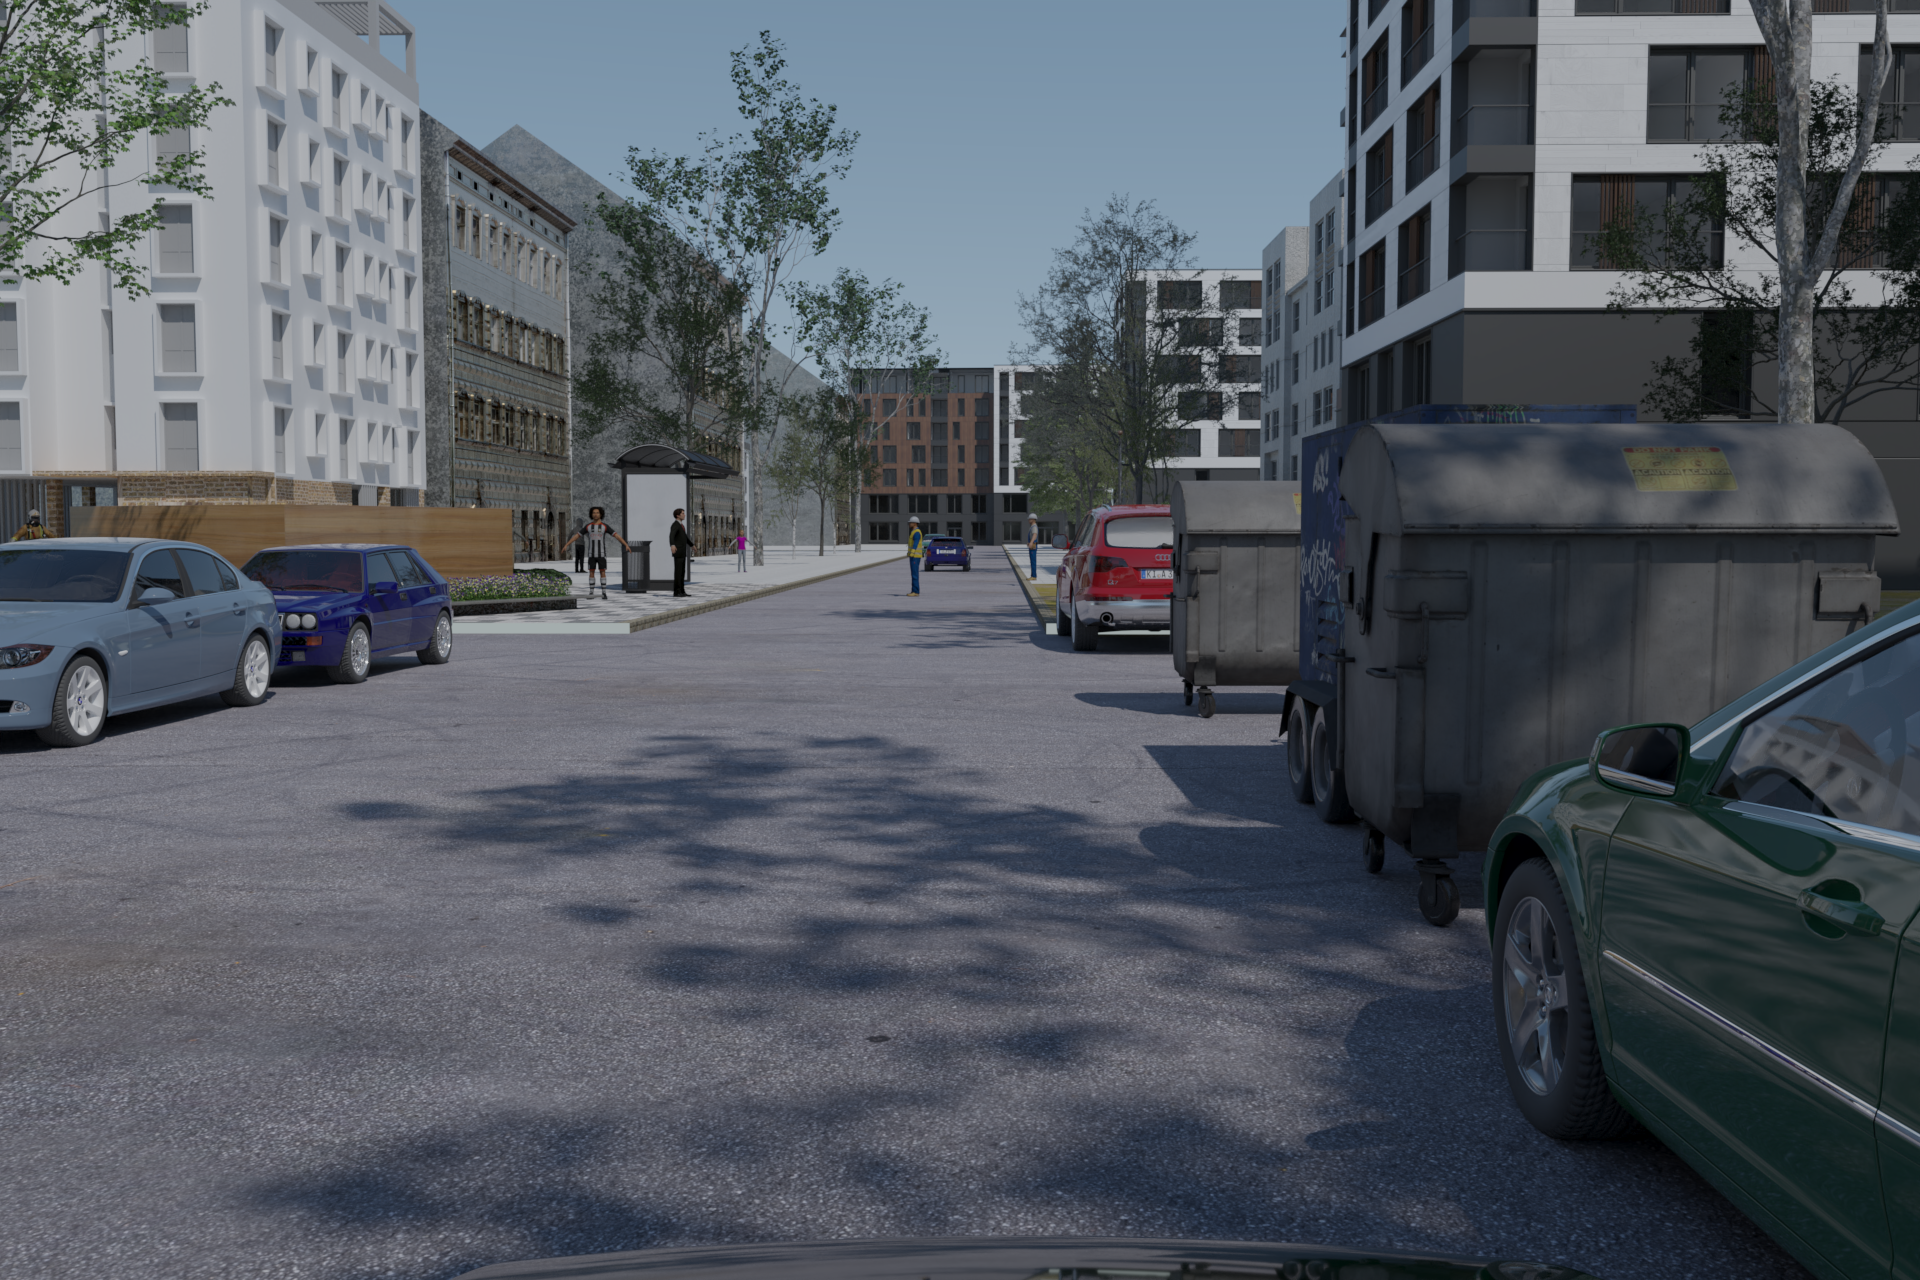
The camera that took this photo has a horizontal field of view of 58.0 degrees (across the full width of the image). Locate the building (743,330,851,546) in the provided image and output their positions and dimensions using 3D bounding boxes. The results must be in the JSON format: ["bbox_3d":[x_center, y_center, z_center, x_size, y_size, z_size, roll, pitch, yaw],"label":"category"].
[{"bbox_3d":[-22.466,-22.303,195.578,19.493,23.208,18.063,0,4,1],"label":"building"}]

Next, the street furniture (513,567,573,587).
[{"bbox_3d":[-12.423,-1.493,40.032,5.734,0.657,10.072,0,4,5],"label":"street furniture"}]

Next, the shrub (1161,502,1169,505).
[{"bbox_3d":[4.513,-2.002,36.773,1.661,2.075,1.752,0,3,0],"label":"shrub"}]

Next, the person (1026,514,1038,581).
[{"bbox_3d":[1.988,-2.572,47.906,0.705,1.847,1.347,0,3,0],"label":"person"}]

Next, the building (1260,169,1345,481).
[{"bbox_3d":[26.942,-13.821,92.435,16.747,18.905,31.486,0,4,1],"label":"building"}]

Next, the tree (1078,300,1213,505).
[{"bbox_3d":[6.420,-6.333,53.914,4.360,8.622,3.978,0,3,0],"label":"tree"}]

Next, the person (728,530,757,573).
[{"bbox_3d":[-7.259,-2.967,57.774,0.991,1.433,0.599,-2,4,-24],"label":"person"}]

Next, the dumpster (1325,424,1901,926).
[{"bbox_3d":[2.454,0.087,6.786,1.865,1.857,1.264,0,4,1],"label":"dumpster"}]

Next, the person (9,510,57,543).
[{"bbox_3d":[-21.775,-2.142,40.793,0.705,1.858,1.354,3,5,40],"label":"person"}]

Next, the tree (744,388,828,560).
[{"bbox_3d":[-8.245,-8.348,86.844,4.360,8.622,3.978,0,3,0],"label":"tree"}]

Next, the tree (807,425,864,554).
[{"bbox_3d":[-8.066,-9.844,111.310,4.360,8.622,3.978,0,3,0],"label":"tree"}]

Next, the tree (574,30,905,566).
[{"bbox_3d":[-8.618,-12.963,67.829,12.611,20.169,13.585,0,3,0],"label":"tree"}]

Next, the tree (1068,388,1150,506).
[{"bbox_3d":[6.899,-8.173,83.984,4.360,8.622,3.978,0,3,0],"label":"tree"}]

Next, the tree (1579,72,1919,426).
[{"bbox_3d":[16.636,-6.045,33.245,8.767,10.594,7.601,-1,4,-23],"label":"tree"}]

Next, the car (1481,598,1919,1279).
[{"bbox_3d":[2.280,0.555,2.732,2.131,1.459,4.920,0,3,0],"label":"car"}]

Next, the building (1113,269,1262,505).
[{"bbox_3d":[27.041,-18.704,149.788,27.936,21.610,32.646,0,4,1],"label":"building"}]

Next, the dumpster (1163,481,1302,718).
[{"bbox_3d":[2.619,-0.350,13.946,1.865,1.857,1.264,0,4,0],"label":"dumpster"}]

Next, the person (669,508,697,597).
[{"bbox_3d":[-5.678,-1.777,35.243,0.705,1.806,1.347,1,4,10],"label":"person"}]

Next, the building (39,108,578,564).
[{"bbox_3d":[-28.477,-14.946,75.299,19.493,23.208,18.063,0,4,2],"label":"building"}]

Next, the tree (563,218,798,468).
[{"bbox_3d":[-8.653,-7.205,52.215,8.767,10.594,7.601,2,4,35],"label":"tree"}]

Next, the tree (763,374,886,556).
[{"bbox_3d":[-7.715,-10.128,100.012,7.601,10.594,8.767,-2,4,-29],"label":"tree"}]

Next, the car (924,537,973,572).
[{"bbox_3d":[-0.462,-3.332,67.053,1.945,1.354,3.894,0,4,2],"label":"car"}]

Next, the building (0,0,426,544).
[{"bbox_3d":[-25.277,-11.932,51.516,16.016,20.090,11.380,0,4,2],"label":"building"}]

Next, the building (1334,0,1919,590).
[{"bbox_3d":[25.718,-12.905,54.966,27.936,21.610,32.646,0,4,1],"label":"building"}]

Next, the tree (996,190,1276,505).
[{"bbox_3d":[6.381,-9.272,61.965,12.009,13.543,11.850,0,3,0],"label":"tree"}]

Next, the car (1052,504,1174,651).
[{"bbox_3d":[2.381,-0.863,22.783,2.281,1.827,5.304,0,4,0],"label":"car"}]

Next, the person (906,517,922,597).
[{"bbox_3d":[-1.075,-1.921,39.834,0.705,1.833,1.349,0,4,-5],"label":"person"}]

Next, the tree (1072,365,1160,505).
[{"bbox_3d":[7.133,-7.635,75.195,4.360,8.622,3.978,0,3,0],"label":"tree"}]

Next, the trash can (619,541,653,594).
[{"bbox_3d":[-7.018,-1.581,37.505,0.748,1.137,0.748,0,3,0],"label":"trash can"}]

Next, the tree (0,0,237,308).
[{"bbox_3d":[-13.034,-5.840,21.235,9.928,11.665,9.643,0,3,0],"label":"tree"}]

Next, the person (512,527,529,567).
[{"bbox_3d":[-15.514,-3.257,59.527,1.348,1.796,0.705,-1,4,-15],"label":"person"}]

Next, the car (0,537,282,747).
[{"bbox_3d":[-6.739,-0.072,13.183,2.014,1.417,4.499,0,4,1],"label":"car"}]

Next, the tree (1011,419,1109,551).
[{"bbox_3d":[7.553,-12.979,130.332,7.486,12.596,7.792,0,3,0],"label":"tree"}]

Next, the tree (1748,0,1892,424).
[{"bbox_3d":[7.749,-9.928,18.213,12.611,20.169,13.585,0,3,0],"label":"tree"}]

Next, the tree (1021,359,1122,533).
[{"bbox_3d":[7.309,-11.754,110.305,7.486,12.596,7.792,0,3,0],"label":"tree"}]

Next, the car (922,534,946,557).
[{"bbox_3d":[-1.544,-5.849,107.421,2.131,1.459,4.920,0,4,2],"label":"car"}]

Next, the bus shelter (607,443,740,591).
[{"bbox_3d":[-6.730,-2.905,41.419,2.014,3.302,5.546,0,4,3],"label":"bus shelter"}]

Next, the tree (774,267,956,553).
[{"bbox_3d":[-6.644,-16.236,121.354,12.611,20.169,13.585,0,3,0],"label":"tree"}]

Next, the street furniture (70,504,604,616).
[{"bbox_3d":[-10.751,-1.249,27.269,11.010,1.723,9.812,2,4,26],"label":"street furniture"}]

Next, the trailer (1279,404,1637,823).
[{"bbox_3d":[2.502,-0.156,9.598,1.471,1.999,3.904,0,4,0],"label":"trailer"}]

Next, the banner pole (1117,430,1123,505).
[{"bbox_3d":[3.852,-3.158,41.646,0.401,3.779,0.863,0,4,2],"label":"banner pole"}]

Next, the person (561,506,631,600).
[{"bbox_3d":[-7.123,-1.702,33.979,1.345,1.843,0.704,0,4,-5],"label":"person"}]

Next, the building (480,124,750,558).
[{"bbox_3d":[-23.461,-16.606,102.443,19.493,23.208,18.063,0,4,2],"label":"building"}]

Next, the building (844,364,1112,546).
[{"bbox_3d":[2.828,-22.935,221.419,32.646,21.610,27.936,0,4,4],"label":"building"}]

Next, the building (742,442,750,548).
[{"bbox_3d":[-24.050,-13.399,161.227,9.099,9.664,28.070,0,4,0],"label":"building"}]

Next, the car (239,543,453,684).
[{"bbox_3d":[-6.563,-0.319,17.798,1.945,1.354,3.894,0,4,2],"label":"car"}]

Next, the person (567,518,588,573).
[{"bbox_3d":[-12.500,-3.114,57.039,1.348,1.813,0.705,2,4,33],"label":"person"}]

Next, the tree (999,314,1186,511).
[{"bbox_3d":[7.245,-11.408,96.883,12.009,13.543,11.850,0,3,0],"label":"tree"}]
